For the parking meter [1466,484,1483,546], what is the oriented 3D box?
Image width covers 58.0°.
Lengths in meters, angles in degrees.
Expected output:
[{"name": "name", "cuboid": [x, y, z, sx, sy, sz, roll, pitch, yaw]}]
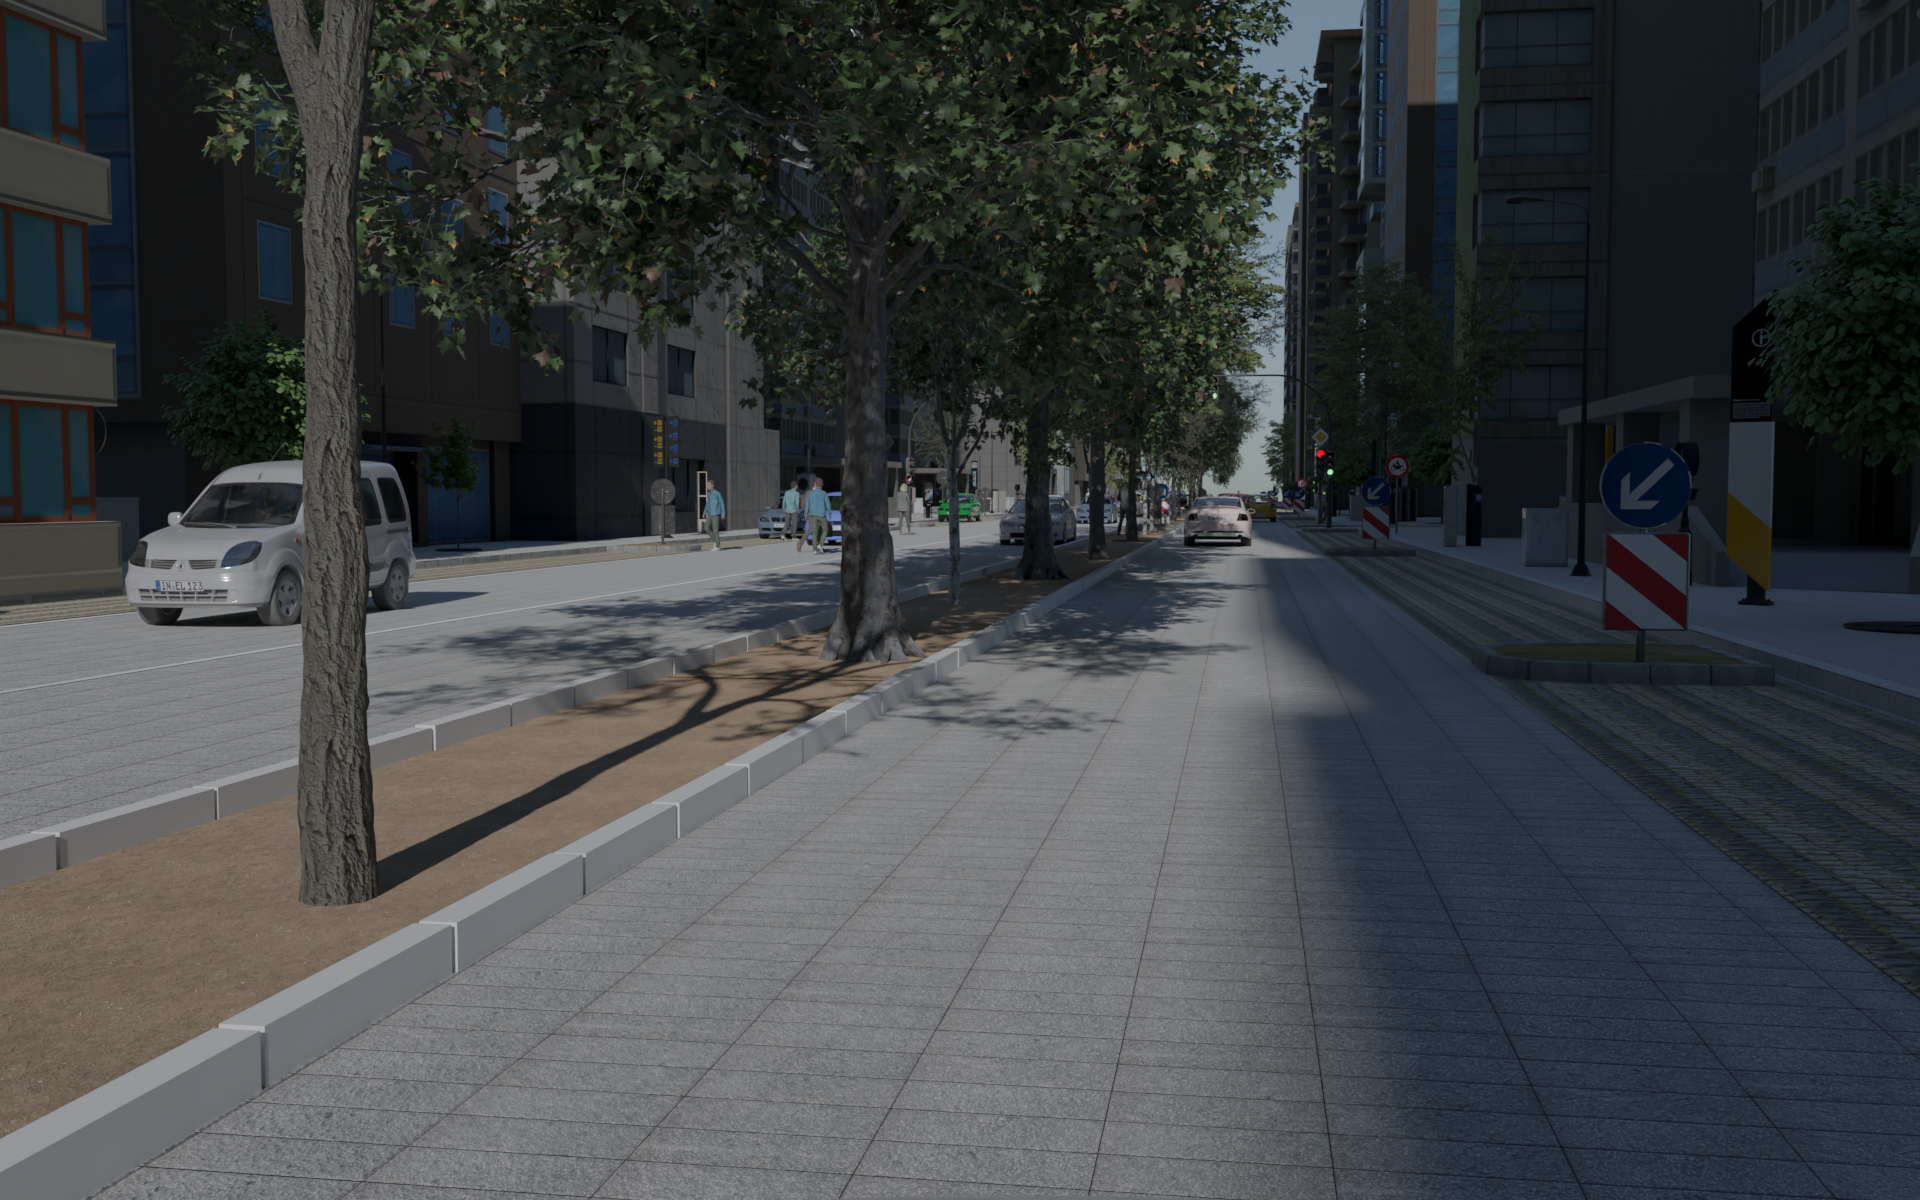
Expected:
[{"name": "parking meter", "cuboid": [12.652, -2.093, 42.638, 0.372, 1.533, 0.369, 0, 3, 0]}]

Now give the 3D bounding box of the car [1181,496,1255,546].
[{"name": "car", "cuboid": [7.292, -2.238, 48.958, 2.083, 1.381, 4.827, 1, 4, 9]}]

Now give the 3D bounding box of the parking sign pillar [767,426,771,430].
[{"name": "parking sign pillar", "cuboid": [-7.841, -4.892, 68.451, 1.447, 3.967, 1.447, 1, 4, 12]}]

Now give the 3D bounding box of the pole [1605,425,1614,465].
[{"name": "pole", "cuboid": [16.865, -3.132, 45.051, 0.158, 3.312, 0.155, 0, 3, 0]}]

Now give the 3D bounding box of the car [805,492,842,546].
[{"name": "car", "cuboid": [-3.240, -2.424, 49.230, 1.945, 1.707, 3.694, 1, 4, 9]}]

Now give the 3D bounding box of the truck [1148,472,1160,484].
[{"name": "truck", "cuboid": [23.088, -13.460, 209.829, 2.967, 4.110, 18.799, 1, 4, 9]}]

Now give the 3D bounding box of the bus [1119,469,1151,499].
[{"name": "bus", "cuboid": [18.128, -11.338, 176.925, 2.896, 3.916, 12.252, 1, 4, 9]}]

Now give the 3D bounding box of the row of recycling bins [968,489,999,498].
[{"name": "row of recycling bins", "cuboid": [1.623, -7.909, 136.424, 3.534, 1.692, 1.069, -3, 4, -36]}]

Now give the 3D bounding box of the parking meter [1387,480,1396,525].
[{"name": "parking meter", "cuboid": [18.175, -4.111, 72.924, 0.399, 1.863, 0.255, -3, 5, -40]}]

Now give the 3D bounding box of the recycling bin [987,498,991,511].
[{"name": "recycling bin", "cuboid": [2.205, -6.822, 124.094, 0.722, 1.027, 0.722, 2, 4, 30]}]

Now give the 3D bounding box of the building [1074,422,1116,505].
[{"name": "building", "cuboid": [14.260, -28.784, 242.316, 14.160, 30.474, 14.107, 1, 4, 9]}]

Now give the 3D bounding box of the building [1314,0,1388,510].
[{"name": "building", "cuboid": [38.739, -49.876, 128.144, 22.319, 86.520, 31.000, 1, 4, 9]}]

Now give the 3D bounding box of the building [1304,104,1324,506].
[{"name": "building", "cuboid": [43.797, -30.596, 183.838, 14.154, 41.232, 14.086, 1, 4, 9]}]

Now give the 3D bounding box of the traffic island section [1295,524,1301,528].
[{"name": "traffic island section", "cuboid": [15.264, -3.128, 73.425, 2.009, 0.180, 2.903, 1, 4, 9]}]

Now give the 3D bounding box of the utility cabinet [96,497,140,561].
[{"name": "utility cabinet", "cuboid": [-16.166, -1.335, 32.986, 0.306, 1.237, 1.020, 2, 4, 28]}]

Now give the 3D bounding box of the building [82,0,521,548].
[{"name": "building", "cuboid": [-19.806, -23.872, 40.425, 14.600, 45.320, 14.200, 1, 4, 9]}]

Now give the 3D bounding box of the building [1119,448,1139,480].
[{"name": "building", "cuboid": [19.091, -40.802, 290.821, 21.300, 48.544, 21.600, 1, 4, 9]}]

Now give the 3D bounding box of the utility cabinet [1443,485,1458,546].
[{"name": "utility cabinet", "cuboid": [12.039, -2.073, 42.567, 0.318, 1.500, 1.173, 1, 4, 14]}]

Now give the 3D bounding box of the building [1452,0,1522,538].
[{"name": "building", "cuboid": [22.983, -22.715, 54.986, 14.154, 41.232, 14.086, 1, 4, 9]}]

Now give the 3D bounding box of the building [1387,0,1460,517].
[{"name": "building", "cuboid": [32.151, -27.487, 99.528, 14.600, 45.320, 14.200, 1, 4, 9]}]

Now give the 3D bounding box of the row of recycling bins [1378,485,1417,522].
[{"name": "row of recycling bins", "cuboid": [20.260, -4.479, 80.351, 1.069, 1.692, 3.534, 2, 4, 34]}]

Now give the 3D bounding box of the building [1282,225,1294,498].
[{"name": "building", "cuboid": [65.603, -40.844, 291.495, 21.300, 48.544, 21.600, 1, 4, 9]}]

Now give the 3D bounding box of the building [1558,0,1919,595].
[{"name": "building", "cuboid": [27.447, -20.493, 26.943, 32.217, 40.220, 23.993, 1, 4, 9]}]

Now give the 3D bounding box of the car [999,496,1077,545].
[{"name": "car", "cuboid": [2.303, -2.315, 50.207, 2.083, 1.381, 4.827, 1, 4, 10]}]

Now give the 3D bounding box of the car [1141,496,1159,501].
[{"name": "car", "cuboid": [14.411, -7.378, 130.423, 2.009, 1.686, 4.222, 1, 4, 11]}]

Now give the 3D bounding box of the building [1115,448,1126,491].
[{"name": "building", "cuboid": [13.908, -39.477, 265.051, 23.786, 49.044, 30.456, 1, 4, 9]}]

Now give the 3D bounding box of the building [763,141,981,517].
[{"name": "building", "cuboid": [-15.286, -26.330, 122.372, 32.217, 40.220, 23.993, 1, 4, 9]}]

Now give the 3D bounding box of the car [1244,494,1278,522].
[{"name": "car", "cuboid": [15.424, -4.843, 89.411, 2.015, 1.641, 3.980, 0, 4, 8]}]

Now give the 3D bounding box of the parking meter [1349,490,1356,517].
[{"name": "parking meter", "cuboid": [21.640, -5.326, 95.493, 0.372, 1.533, 0.369, 0, 3, 0]}]

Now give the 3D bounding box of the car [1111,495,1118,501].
[{"name": "car", "cuboid": [17.313, -11.095, 193.982, 1.945, 1.354, 3.894, 1, 4, 9]}]

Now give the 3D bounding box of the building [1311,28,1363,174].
[{"name": "building", "cuboid": [44.171, -31.025, 161.878, 22.147, 44.769, 28.867, 1, 4, 9]}]

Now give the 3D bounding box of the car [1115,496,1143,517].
[{"name": "car", "cuboid": [10.594, -5.947, 109.594, 2.083, 1.381, 4.827, 1, 4, 11]}]

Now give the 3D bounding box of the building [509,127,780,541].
[{"name": "building", "cuboid": [-18.786, -37.814, 56.513, 20.611, 71.187, 20.563, 1, 4, 9]}]

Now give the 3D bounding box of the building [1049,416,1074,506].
[{"name": "building", "cuboid": [1.848, -53.488, 187.201, 22.319, 86.520, 31.000, 1, 4, 9]}]

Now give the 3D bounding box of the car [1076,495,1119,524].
[{"name": "car", "cuboid": [6.723, -4.430, 84.436, 2.014, 1.417, 4.499, 1, 4, 10]}]

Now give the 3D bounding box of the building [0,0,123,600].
[{"name": "building", "cuboid": [-27.707, -10.187, 11.605, 27.650, 21.520, 28.899, 1, 4, 9]}]

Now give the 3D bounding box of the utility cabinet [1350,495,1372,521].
[{"name": "utility cabinet", "cuboid": [19.214, -4.391, 82.948, 1.020, 1.237, 0.306, 0, 4, 2]}]

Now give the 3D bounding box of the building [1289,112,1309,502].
[{"name": "building", "cuboid": [45.851, -33.522, 198.192, 14.600, 45.320, 14.200, 1, 4, 9]}]

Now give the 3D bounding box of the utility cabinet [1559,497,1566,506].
[{"name": "utility cabinet", "cuboid": [15.296, -1.937, 42.824, 1.020, 1.237, 0.306, -2, 4, -25]}]

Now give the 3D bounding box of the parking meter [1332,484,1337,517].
[{"name": "parking meter", "cuboid": [21.060, -5.622, 97.636, 0.255, 1.863, 0.399, -1, 4, -15]}]

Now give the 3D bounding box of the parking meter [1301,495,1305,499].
[{"name": "parking meter", "cuboid": [27.711, -8.048, 139.998, 0.372, 1.533, 0.369, 0, 3, 0]}]

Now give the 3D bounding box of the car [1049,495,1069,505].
[{"name": "car", "cuboid": [5.386, -5.504, 102.347, 2.083, 1.381, 4.827, 1, 4, 10]}]

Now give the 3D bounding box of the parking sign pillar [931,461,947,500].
[{"name": "parking sign pillar", "cuboid": [-1.479, -9.487, 143.583, 1.447, 3.967, 1.447, 2, 4, 31]}]

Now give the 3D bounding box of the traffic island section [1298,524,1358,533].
[{"name": "traffic island section", "cuboid": [13.975, -2.646, 65.545, 2.009, 0.180, 2.903, 1, 4, 9]}]

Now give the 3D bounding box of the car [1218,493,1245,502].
[{"name": "car", "cuboid": [16.658, -6.020, 107.460, 2.155, 1.783, 4.494, 0, 4, 8]}]

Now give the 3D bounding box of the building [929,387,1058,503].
[{"name": "building", "cuboid": [-1.453, -44.259, 161.882, 20.563, 71.187, 20.611, 1, 4, 9]}]

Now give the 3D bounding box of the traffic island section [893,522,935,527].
[{"name": "traffic island section", "cuboid": [-2.245, -3.303, 76.284, 2.009, 0.180, 2.903, 1, 4, 9]}]

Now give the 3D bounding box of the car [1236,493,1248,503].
[{"name": "car", "cuboid": [19.389, -6.802, 120.252, 2.155, 1.783, 4.494, 1, 4, 9]}]

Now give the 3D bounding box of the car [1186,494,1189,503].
[{"name": "car", "cuboid": [24.267, -11.052, 189.499, 1.959, 1.807, 4.718, 1, 4, 9]}]

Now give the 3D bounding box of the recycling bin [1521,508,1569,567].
[{"name": "recycling bin", "cuboid": [10.421, -1.119, 30.857, 0.722, 1.027, 0.722, 1, 4, 12]}]

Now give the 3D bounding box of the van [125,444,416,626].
[{"name": "van", "cuboid": [-7.929, -0.805, 20.169, 2.013, 2.044, 4.112, 0, 4, 8]}]

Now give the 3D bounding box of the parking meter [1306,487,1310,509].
[{"name": "parking meter", "cuboid": [29.276, -8.561, 145.682, 0.255, 1.863, 0.399, 2, 4, 34]}]

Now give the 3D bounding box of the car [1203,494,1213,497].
[{"name": "car", "cuboid": [43.470, -17.890, 302.286, 2.009, 1.686, 4.222, 1, 4, 10]}]

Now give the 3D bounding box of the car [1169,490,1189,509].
[{"name": "car", "cuboid": [20.489, -9.467, 163.452, 2.281, 1.827, 5.304, 1, 4, 9]}]

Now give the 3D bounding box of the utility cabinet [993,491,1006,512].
[{"name": "utility cabinet", "cuboid": [2.793, -6.971, 122.657, 0.318, 1.500, 1.173, 3, 4, 37]}]

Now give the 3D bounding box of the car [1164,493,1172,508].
[{"name": "car", "cuboid": [18.041, -8.742, 152.524, 1.945, 1.707, 3.694, 1, 4, 9]}]

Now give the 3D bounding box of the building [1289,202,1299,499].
[{"name": "building", "cuboid": [59.452, -36.570, 252.540, 22.147, 44.769, 28.867, 1, 4, 9]}]

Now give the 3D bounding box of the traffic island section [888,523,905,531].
[{"name": "traffic island section", "cuboid": [-3.534, -2.821, 68.403, 2.009, 0.180, 2.903, 1, 4, 9]}]
